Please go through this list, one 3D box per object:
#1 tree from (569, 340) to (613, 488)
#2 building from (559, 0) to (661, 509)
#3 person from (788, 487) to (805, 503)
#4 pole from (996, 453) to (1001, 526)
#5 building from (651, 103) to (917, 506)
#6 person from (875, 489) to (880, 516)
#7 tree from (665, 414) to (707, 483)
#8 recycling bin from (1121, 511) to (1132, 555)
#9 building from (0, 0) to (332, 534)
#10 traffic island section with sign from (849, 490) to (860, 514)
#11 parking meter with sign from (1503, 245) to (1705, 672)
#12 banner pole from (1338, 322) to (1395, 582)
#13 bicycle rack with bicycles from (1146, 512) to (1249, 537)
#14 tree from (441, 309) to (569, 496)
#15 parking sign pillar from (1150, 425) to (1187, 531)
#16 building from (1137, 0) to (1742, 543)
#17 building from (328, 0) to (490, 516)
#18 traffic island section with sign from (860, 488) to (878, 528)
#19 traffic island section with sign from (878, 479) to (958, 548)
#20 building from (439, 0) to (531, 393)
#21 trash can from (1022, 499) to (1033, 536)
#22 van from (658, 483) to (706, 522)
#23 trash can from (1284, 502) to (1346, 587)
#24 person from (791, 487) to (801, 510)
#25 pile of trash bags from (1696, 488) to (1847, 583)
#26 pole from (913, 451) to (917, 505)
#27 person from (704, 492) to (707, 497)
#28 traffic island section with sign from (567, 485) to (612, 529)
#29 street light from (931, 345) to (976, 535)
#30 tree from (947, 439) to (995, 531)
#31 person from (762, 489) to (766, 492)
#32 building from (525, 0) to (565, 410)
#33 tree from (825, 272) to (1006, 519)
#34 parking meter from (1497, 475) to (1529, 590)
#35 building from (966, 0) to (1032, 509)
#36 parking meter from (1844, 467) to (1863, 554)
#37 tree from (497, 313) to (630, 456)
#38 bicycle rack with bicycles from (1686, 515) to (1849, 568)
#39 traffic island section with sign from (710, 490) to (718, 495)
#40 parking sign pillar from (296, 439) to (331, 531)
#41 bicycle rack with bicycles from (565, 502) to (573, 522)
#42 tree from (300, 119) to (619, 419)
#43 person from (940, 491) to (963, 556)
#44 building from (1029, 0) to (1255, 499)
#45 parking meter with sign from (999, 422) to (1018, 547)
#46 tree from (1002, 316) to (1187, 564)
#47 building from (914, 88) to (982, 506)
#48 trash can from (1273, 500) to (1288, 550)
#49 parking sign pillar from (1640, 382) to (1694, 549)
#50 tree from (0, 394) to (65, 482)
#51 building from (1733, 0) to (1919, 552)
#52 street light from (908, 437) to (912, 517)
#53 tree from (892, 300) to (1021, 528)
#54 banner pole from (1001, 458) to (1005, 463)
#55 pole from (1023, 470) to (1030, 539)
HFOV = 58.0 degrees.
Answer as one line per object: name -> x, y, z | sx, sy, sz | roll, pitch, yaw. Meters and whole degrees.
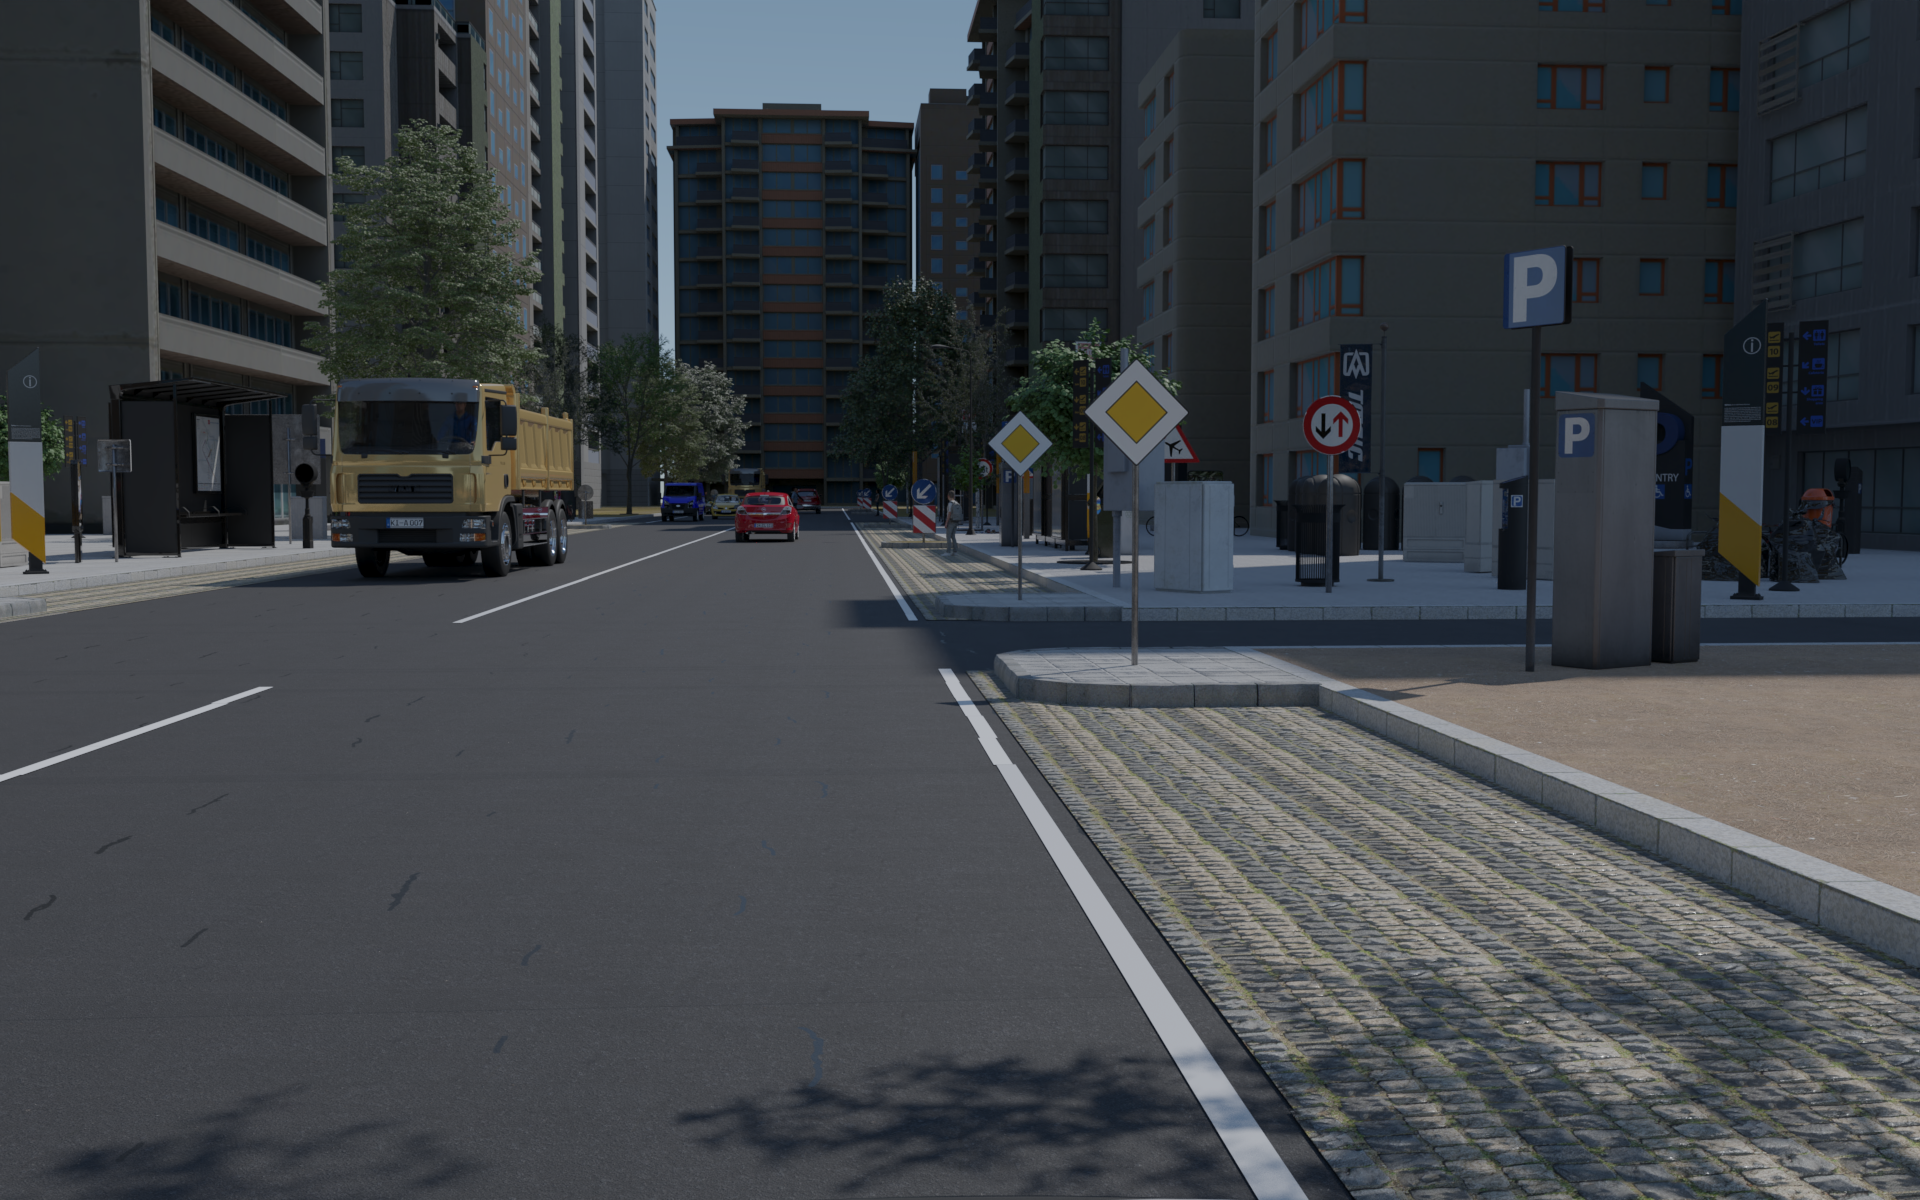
tree -> -18.865, -8.040, 81.821 | 4.360, 8.622, 3.978 | 0, 3, 0
building -> -48.236, -39.857, 193.655 | 28.212, 58.520, 21.231 | 0, 4, -4
person -> -9.984, -5.855, 103.863 | 1.348, 1.869, 0.705 | 0, 4, -6
pole -> 1.580, -4.679, 70.342 | 0.158, 3.312, 0.155 | 0, 3, 0
building -> -19.623, -33.176, 197.053 | 28.867, 44.769, 22.147 | 0, 4, -4
person -> -5.423, -6.305, 112.305 | 0.721, 1.735, 1.217 | 0, 4, -7
tree -> -24.952, -12.571, 155.893 | 4.360, 8.622, 3.978 | 0, 3, 0
recycling bin -> 3.416, -1.487, 36.860 | 0.722, 1.027, 0.722 | 0, 4, 2
building -> -37.274, -26.921, 63.858 | 21.300, 48.544, 21.600 | 0, 4, -4
traffic island section with sign -> -6.738, -7.005, 123.156 | 1.989, 1.847, 2.006 | 0, 4, -4
parking meter with sign -> 4.824, -1.015, 12.862 | 1.738, 3.016, 0.543 | -2, 4, -31
banner pole -> 5.963, -2.165, 25.414 | 0.863, 3.779, 0.401 | 1, 4, 12
bicycle rack with bicycles -> 7.413, -2.415, 52.874 | 2.925, 0.926, 2.852 | 2, 4, 24
tree -> -17.991, -7.088, 66.253 | 4.360, 8.622, 3.978 | 0, 3, 0
parking sign pillar -> 7.366, -4.402, 60.448 | 1.447, 3.967, 1.447 | -2, 4, -31
building -> 22.374, -13.158, 60.172 | 27.650, 21.520, 28.899 | 0, 4, -4
building -> -35.769, -20.115, 100.588 | 14.160, 30.474, 14.107 | 0, 4, -4
traffic island section with sign -> -3.101, -3.965, 73.458 | 1.989, 1.847, 2.006 | 0, 4, -4
traffic island section with sign -> -1.109, -2.303, 46.274 | 1.989, 1.847, 2.006 | 0, 4, -4
building -> -36.875, -28.413, 114.671 | 14.600, 45.320, 14.200 | 0, 4, -4
trash can -> 2.009, -2.558, 53.477 | 0.748, 1.137, 0.748 | 0, 3, 0
van -> -14.644, -5.337, 91.636 | 2.240, 2.365, 5.245 | 0, 4, -3
trash can -> 4.983, -0.762, 24.119 | 0.748, 1.137, 0.748 | 0, 3, 0
person -> -9.747, -5.762, 102.701 | 0.705, 1.826, 1.348 | 1, 4, 14
pile of trash bags -> 12.598, -1.024, 26.488 | 1.912, 1.369, 3.447 | 3, 5, 44
pole -> -2.162, -5.448, 82.919 | 0.158, 3.312, 0.155 | 0, 3, 0
person -> -21.564, -8.290, 144.846 | 0.742, 1.727, 0.445 | -3, 4, -37
traffic island section with sign -> -15.451, -3.845, 71.486 | 1.989, 1.847, 2.006 | 0, 4, -4
street light -> -0.202, -4.986, 54.056 | 1.470, 5.913, 1.316 | 0, 4, -4
tree -> 0.443, -4.026, 60.430 | 1.663, 3.219, 1.824 | 0, 3, 0
person -> -10.883, -5.327, 96.527 | 0.756, 1.711, 0.436 | -1, 4, -12
building -> -37.646, -27.235, 128.893 | 14.154, 41.232, 14.086 | 0, 4, -4
tree -> -2.211, -10.558, 89.631 | 9.611, 12.733, 9.660 | 0, 3, 0
parking meter -> 7.428, -0.909, 23.270 | 0.372, 1.533, 0.369 | 0, 3, 0
building -> 12.026, -30.282, 149.731 | 22.147, 44.769, 28.867 | 0, 4, -4
parking meter -> 19.142, -1.921, 37.126 | 0.255, 1.863, 0.399 | 3, 5, 44
tree -> -20.625, -9.511, 89.911 | 7.601, 10.594, 8.767 | 0, 4, 6
bicycle rack with bicycles -> 14.429, -1.055, 30.639 | 2.925, 0.926, 2.852 | -1, 4, -13
traffic island section with sign -> -21.183, -8.630, 149.726 | 1.989, 1.847, 2.006 | 0, 4, -4
parking sign pillar -> -22.779, -4.422, 60.766 | 1.447, 3.967, 1.447 | 3, 4, 39
bicycle rack with bicycles -> -19.173, -4.080, 80.088 | 2.852, 0.926, 2.925 | -1, 4, -18
tree -> -16.055, -8.240, 52.858 | 7.486, 12.596, 7.792 | 0, 3, 0
person -> -0.200, -1.763, 39.923 | 0.523, 1.515, 0.503 | 0, 4, -2
building -> 11.040, -20.559, 107.840 | 14.160, 30.474, 14.107 | 0, 4, -4
parking meter with sign -> 1.218, -2.830, 42.526 | 0.543, 3.016, 1.738 | 0, 4, -4
tree -> 2.490, -2.965, 32.194 | 4.285, 4.588, 4.351 | 0, 3, 0
building -> 2.344, -33.330, 195.055 | 14.200, 45.320, 14.600 | 0, 4, -4
trash can -> 7.574, -1.721, 39.784 | 0.748, 1.137, 0.748 | 0, 3, 0
parking sign pillar -> 16.669, -3.218, 41.089 | 1.447, 3.967, 1.447 | -3, 5, -40
tree -> -28.864, -4.225, 52.788 | 4.285, 4.588, 4.351 | 0, 3, 0
building -> 27.347, -21.650, 37.568 | 14.086, 41.232, 14.154 | 0, 4, -4
street light -> -3.256, -7.545, 95.908 | 1.470, 5.913, 1.316 | 0, 4, -4
tree -> 0.516, -6.993, 64.694 | 4.360, 8.622, 3.978 | 0, 3, 0
banner pole -> 1.873, -5.070, 72.905 | 0.401, 3.779, 0.863 | -1, 4, -22
pole -> 1.910, -3.415, 49.672 | 0.158, 3.312, 0.155 | 0, 3, 0
